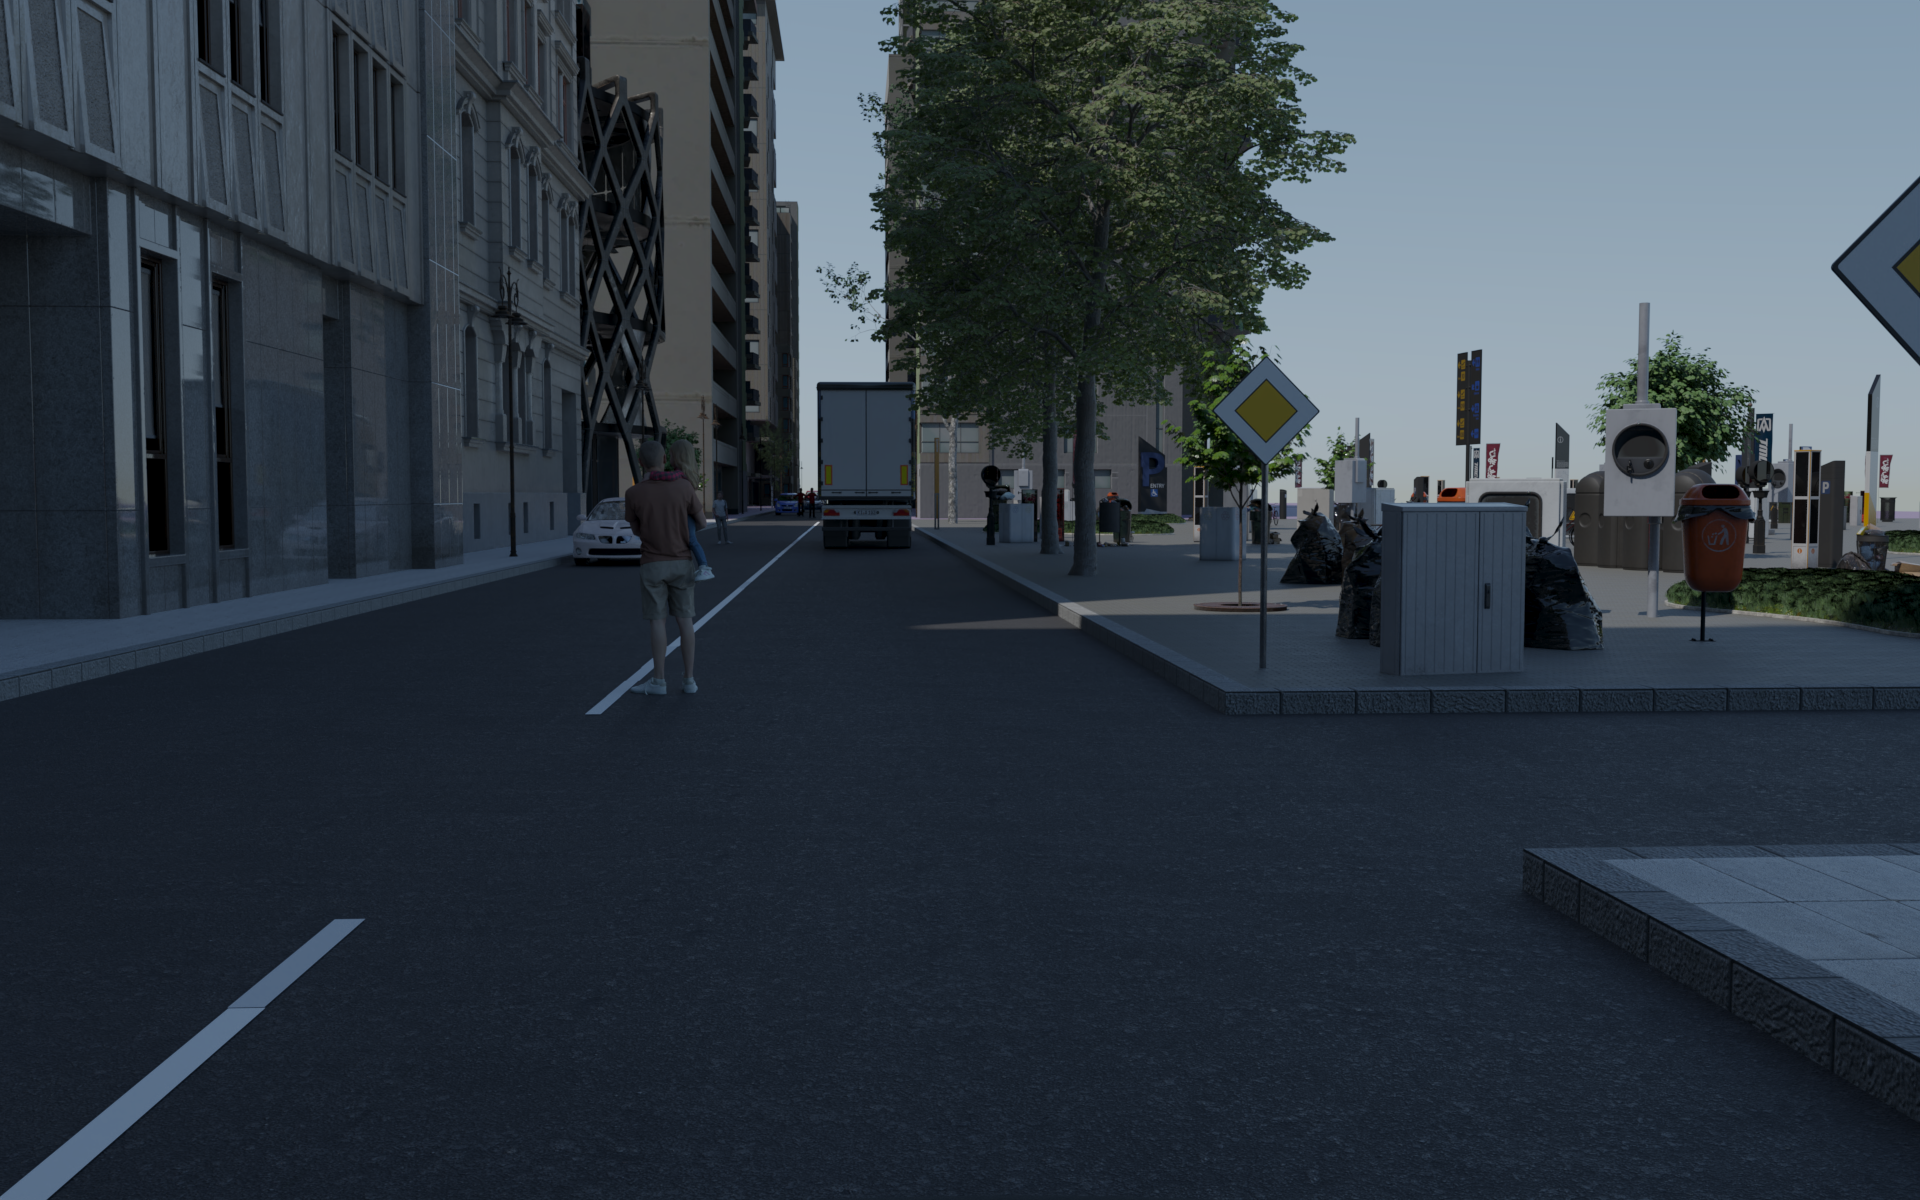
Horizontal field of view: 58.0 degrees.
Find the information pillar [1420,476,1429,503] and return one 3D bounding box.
[{"bbox_3d":[18.796,-4.011,70.068,0.304,2.012,0.304,0,4,2],"label":"information pillar"}]

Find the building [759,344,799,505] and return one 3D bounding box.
[{"bbox_3d":[-34.263,-22.538,213.532,27.650,21.520,28.899,0,4,-4],"label":"building"}]

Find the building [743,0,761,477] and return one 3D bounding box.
[{"bbox_3d":[-27.396,-29.528,137.414,22.147,44.769,28.867,0,4,-4],"label":"building"}]

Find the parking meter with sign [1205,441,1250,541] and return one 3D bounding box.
[{"bbox_3d":[7.554,-3.118,47.238,1.738,3.016,0.543,1,4,15],"label":"parking meter with sign"}]

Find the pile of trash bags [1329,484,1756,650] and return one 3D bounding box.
[{"bbox_3d":[5.056,-0.323,15.038,3.447,1.369,1.912,0,4,8],"label":"pile of trash bags"}]

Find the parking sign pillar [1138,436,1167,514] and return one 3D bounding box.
[{"bbox_3d":[8.989,-5.648,80.813,1.447,3.967,1.447,-1,4,-14],"label":"parking sign pillar"}]

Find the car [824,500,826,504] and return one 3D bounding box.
[{"bbox_3d":[-15.031,-10.466,183.127,2.014,1.417,4.499,0,4,-4],"label":"car"}]

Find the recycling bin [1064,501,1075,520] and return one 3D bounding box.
[{"bbox_3d":[3.752,-2.920,60.299,0.722,1.027,0.722,-1,4,-13],"label":"recycling bin"}]

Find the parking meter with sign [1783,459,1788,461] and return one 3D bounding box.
[{"bbox_3d":[41.516,-5.457,85.478,0.543,3.016,1.738,-2,4,-26],"label":"parking meter with sign"}]

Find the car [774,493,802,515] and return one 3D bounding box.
[{"bbox_3d":[-11.661,-6.629,117.970,1.945,1.707,3.694,0,4,-2],"label":"car"}]

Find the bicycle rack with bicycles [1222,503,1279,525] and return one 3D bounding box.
[{"bbox_3d":[11.808,-3.558,71.562,2.852,0.926,2.925,0,4,1],"label":"bicycle rack with bicycles"}]

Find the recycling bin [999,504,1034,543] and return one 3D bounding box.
[{"bbox_3d":[1.487,-2.031,45.758,0.722,1.027,0.722,-1,4,-22],"label":"recycling bin"}]

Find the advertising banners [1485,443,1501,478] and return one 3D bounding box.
[{"bbox_3d":[17.737,-3.908,60.080,2.074,3.025,0.090,3,5,42],"label":"advertising banners"}]

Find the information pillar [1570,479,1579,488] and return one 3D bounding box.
[{"bbox_3d":[30.588,-5.005,86.322,0.304,2.012,0.304,-1,4,-15],"label":"information pillar"}]

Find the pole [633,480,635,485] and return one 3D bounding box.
[{"bbox_3d":[-15.749,-5.508,83.892,0.158,3.312,0.155,0,3,0],"label":"pole"}]

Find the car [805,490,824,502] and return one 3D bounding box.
[{"bbox_3d":[-14.636,-10.067,173.272,2.281,1.827,5.304,0,4,-5],"label":"car"}]

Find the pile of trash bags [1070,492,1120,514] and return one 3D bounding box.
[{"bbox_3d":[6.108,-4.525,83.738,3.447,1.369,1.912,-1,4,-21],"label":"pile of trash bags"}]

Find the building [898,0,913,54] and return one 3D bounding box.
[{"bbox_3d":[-0.038,-48.788,235.941,20.563,71.187,20.611,0,4,-4],"label":"building"}]

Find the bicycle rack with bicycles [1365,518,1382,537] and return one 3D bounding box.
[{"bbox_3d":[10.371,-1.536,38.499,2.852,0.926,2.925,-3,5,-42],"label":"bicycle rack with bicycles"}]

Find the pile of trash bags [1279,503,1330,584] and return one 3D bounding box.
[{"bbox_3d":[6.004,-0.875,24.058,1.912,1.369,3.447,-2,4,-24],"label":"pile of trash bags"}]

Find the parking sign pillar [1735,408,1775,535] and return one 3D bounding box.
[{"bbox_3d":[25.041,-4.056,54.782,1.447,3.967,1.447,1,4,15],"label":"parking sign pillar"}]

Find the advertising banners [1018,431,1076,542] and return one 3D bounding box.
[{"bbox_3d":[2.549,-3.080,46.542,2.074,3.025,0.090,-1,4,-17],"label":"advertising banners"}]

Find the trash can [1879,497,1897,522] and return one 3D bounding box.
[{"bbox_3d":[42.807,-4.175,79.910,0.748,1.137,0.748,0,3,0],"label":"trash can"}]

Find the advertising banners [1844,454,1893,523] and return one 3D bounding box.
[{"bbox_3d":[40.239,-4.939,76.948,2.074,3.025,0.090,1,4,23],"label":"advertising banners"}]

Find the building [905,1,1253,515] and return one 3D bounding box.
[{"bbox_3d":[7.474,-28.379,118.619,22.147,44.769,28.867,0,4,-4],"label":"building"}]

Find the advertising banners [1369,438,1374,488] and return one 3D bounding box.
[{"bbox_3d":[13.350,-3.618,55.344,0.090,3.025,2.074,2,4,29],"label":"advertising banners"}]

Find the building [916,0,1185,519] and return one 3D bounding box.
[{"bbox_3d":[4.487,-25.270,96.752,14.154,41.232,14.086,0,4,-4],"label":"building"}]

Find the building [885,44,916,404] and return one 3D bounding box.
[{"bbox_3d":[2.878,-34.311,184.684,21.300,48.544,21.600,0,4,-4],"label":"building"}]

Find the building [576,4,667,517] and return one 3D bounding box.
[{"bbox_3d":[-19.354,-11.939,62.650,16.820,18.784,16.811,0,4,-4],"label":"building"}]

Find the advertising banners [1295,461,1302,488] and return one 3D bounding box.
[{"bbox_3d":[15.536,-4.922,76.661,2.074,3.025,0.090,-2,4,-28],"label":"advertising banners"}]

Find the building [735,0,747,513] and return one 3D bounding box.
[{"bbox_3d":[-21.784,-26.409,115.378,14.154,41.232,14.086,0,4,-4],"label":"building"}]

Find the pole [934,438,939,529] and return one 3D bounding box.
[{"bbox_3d":[-0.842,-4.213,62.728,0.158,3.312,0.155,0,3,0],"label":"pole"}]

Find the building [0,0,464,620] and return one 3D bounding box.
[{"bbox_3d":[-14.484,-12.400,20.765,12.078,24.808,19.932,0,4,-4],"label":"building"}]

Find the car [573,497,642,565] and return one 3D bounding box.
[{"bbox_3d":[-6.917,-1.472,36.421,2.083,1.381,4.827,0,4,-3],"label":"car"}]

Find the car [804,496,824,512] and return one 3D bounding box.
[{"bbox_3d":[-11.701,-7.672,137.437,2.014,1.417,4.499,0,4,-6],"label":"car"}]

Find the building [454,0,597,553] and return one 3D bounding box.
[{"bbox_3d":[-17.290,-15.591,42.296,14.401,28.519,23.554,0,4,-4],"label":"building"}]

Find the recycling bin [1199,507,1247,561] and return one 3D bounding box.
[{"bbox_3d":[5.107,-1.288,33.620,0.722,1.027,0.722,2,4,30],"label":"recycling bin"}]

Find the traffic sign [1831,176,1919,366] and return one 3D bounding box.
[{"bbox_3d":[2.729,-0.067,4.737,0.795,2.450,0.064,0,4,-4],"label":"traffic sign"}]

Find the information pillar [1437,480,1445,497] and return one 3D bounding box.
[{"bbox_3d":[24.905,-5.212,89.701,0.304,2.012,0.304,-3,5,-44],"label":"information pillar"}]

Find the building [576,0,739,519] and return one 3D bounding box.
[{"bbox_3d":[-23.933,-28.941,96.889,21.300,48.544,21.600,0,4,-4],"label":"building"}]

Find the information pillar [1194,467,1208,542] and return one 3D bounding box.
[{"bbox_3d":[6.402,-2.540,46.014,0.304,2.012,0.304,2,4,28],"label":"information pillar"}]

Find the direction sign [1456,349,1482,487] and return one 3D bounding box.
[{"bbox_3d":[8.079,-2.175,27.560,0.379,3.537,0.876,0,4,-8],"label":"direction sign"}]

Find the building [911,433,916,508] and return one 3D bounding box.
[{"bbox_3d":[5.439,-51.039,147.154,22.319,86.520,31.000,0,4,-4],"label":"building"}]

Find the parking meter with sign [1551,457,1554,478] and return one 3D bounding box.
[{"bbox_3d":[27.005,-5.218,81.574,1.738,3.016,0.543,1,4,17],"label":"parking meter with sign"}]

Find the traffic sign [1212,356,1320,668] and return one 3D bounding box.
[{"bbox_3d":[2.230,-0.554,12.707,0.795,2.450,0.064,0,4,-4],"label":"traffic sign"}]

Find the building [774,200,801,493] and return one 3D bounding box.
[{"bbox_3d":[-29.018,-33.712,234.790,14.154,41.232,14.086,0,4,-4],"label":"building"}]

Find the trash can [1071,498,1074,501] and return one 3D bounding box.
[{"bbox_3d":[4.593,-3.330,66.093,0.748,1.137,0.748,0,3,0],"label":"trash can"}]

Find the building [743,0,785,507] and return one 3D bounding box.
[{"bbox_3d":[-33.237,-36.312,182.934,28.713,52.752,27.495,0,4,-4],"label":"building"}]

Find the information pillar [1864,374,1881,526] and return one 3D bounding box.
[{"bbox_3d":[17.777,-2.594,33.760,0.183,3.616,0.504,3,5,44],"label":"information pillar"}]

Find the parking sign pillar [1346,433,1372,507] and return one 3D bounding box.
[{"bbox_3d":[17.536,-5.392,76.632,1.447,3.967,1.447,2,4,33],"label":"parking sign pillar"}]

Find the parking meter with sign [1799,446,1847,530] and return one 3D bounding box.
[{"bbox_3d":[31.140,-4.047,62.426,0.543,3.016,1.738,-2,4,-24],"label":"parking meter with sign"}]

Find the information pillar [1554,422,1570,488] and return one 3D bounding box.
[{"bbox_3d":[19.712,-4.002,56.780,0.504,3.616,0.183,-1,4,-11],"label":"information pillar"}]

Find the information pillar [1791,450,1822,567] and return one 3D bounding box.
[{"bbox_3d":[14.096,-1.490,28.853,0.304,2.012,0.304,-2,4,-31],"label":"information pillar"}]

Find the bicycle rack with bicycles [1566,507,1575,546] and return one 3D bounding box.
[{"bbox_3d":[16.008,-2.033,46.626,2.852,0.926,2.925,0,4,6],"label":"bicycle rack with bicycles"}]
